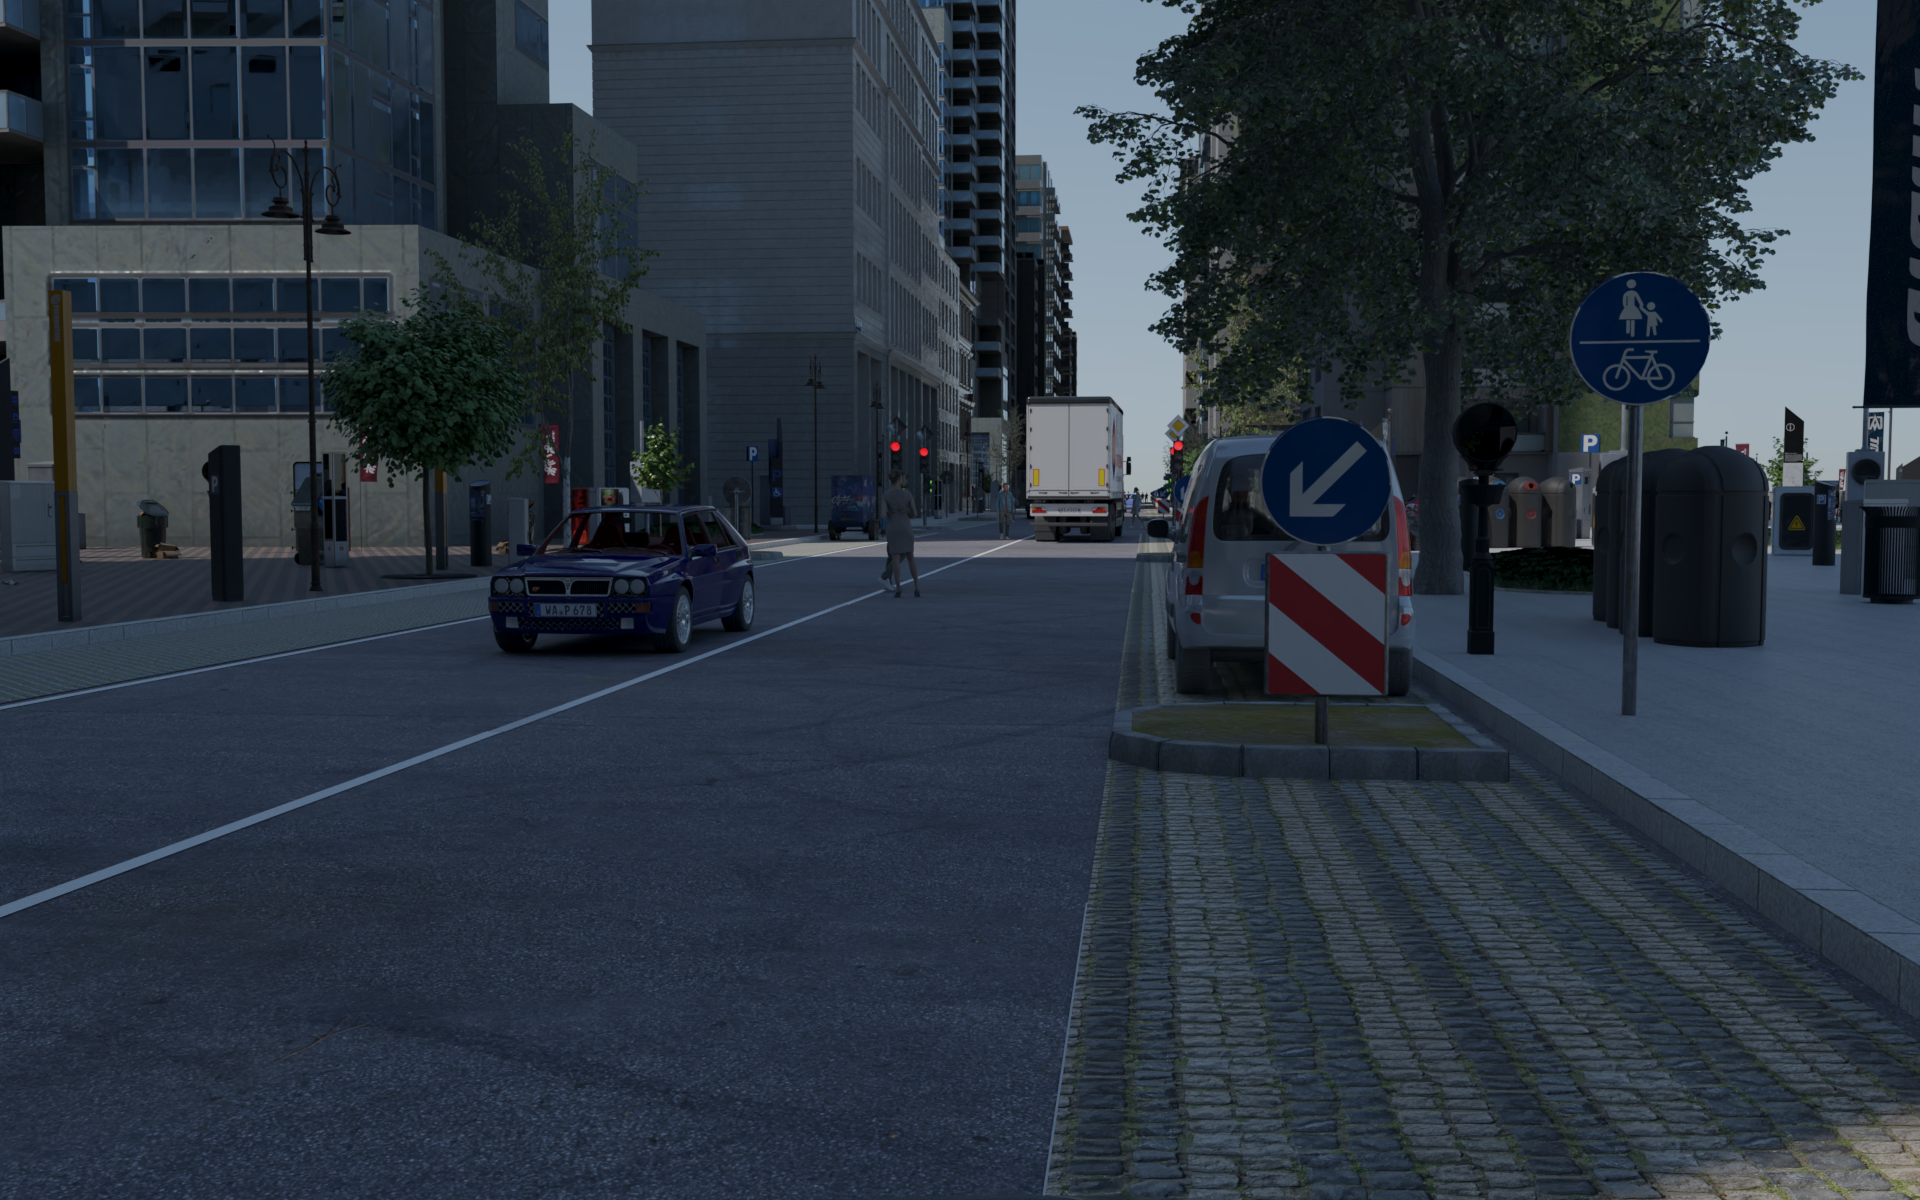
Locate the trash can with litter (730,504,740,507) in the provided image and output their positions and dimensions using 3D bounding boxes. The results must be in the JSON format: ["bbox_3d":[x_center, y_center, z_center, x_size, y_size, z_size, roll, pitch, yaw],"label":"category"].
[{"bbox_3d":[-7.850,-2.878,58.115,1.678,1.210,2.233,2,4,27],"label":"trash can with litter"}]

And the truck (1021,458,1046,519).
[{"bbox_3d":[5.329,-6.948,102.508,2.839,4.237,11.283,0,4,6],"label":"truck"}]

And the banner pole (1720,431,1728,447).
[{"bbox_3d":[30.498,-4.844,69.218,0.401,3.779,0.863,0,4,3],"label":"banner pole"}]

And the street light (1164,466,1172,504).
[{"bbox_3d":[32.036,-18.013,267.298,0.468,5.910,1.993,0,4,6],"label":"street light"}]

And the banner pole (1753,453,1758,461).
[{"bbox_3d":[48.694,-7.116,106.366,0.863,3.779,0.401,-1,4,-13],"label":"banner pole"}]

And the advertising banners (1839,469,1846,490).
[{"bbox_3d":[60.674,-7.606,120.549,0.090,3.025,2.074,-2,4,-27],"label":"advertising banners"}]

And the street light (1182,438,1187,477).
[{"bbox_3d":[19.273,-10.840,150.020,0.468,5.910,1.993,0,4,6],"label":"street light"}]

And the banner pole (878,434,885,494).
[{"bbox_3d":[-3.297,-5.055,72.666,0.401,3.779,0.863,-2,4,-24],"label":"banner pole"}]

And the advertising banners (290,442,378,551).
[{"bbox_3d":[-13.913,-2.599,38.683,2.074,3.025,0.090,0,4,1],"label":"advertising banners"}]

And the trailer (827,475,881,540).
[{"bbox_3d":[-3.324,-2.796,52.756,1.471,1.999,3.904,0,4,5],"label":"trailer"}]

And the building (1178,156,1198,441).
[{"bbox_3d":[47.588,-41.174,262.431,28.713,52.752,27.495,0,4,6],"label":"building"}]

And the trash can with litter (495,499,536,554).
[{"bbox_3d":[-9.547,-1.568,37.024,1.055,1.170,0.624,3,4,38],"label":"trash can with litter"}]

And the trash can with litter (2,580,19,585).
[{"bbox_3d":[-13.776,-0.776,23.748,1.678,1.210,2.233,1,4,19],"label":"trash can with litter"}]

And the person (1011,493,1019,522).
[{"bbox_3d":[2.712,-4.732,88.458,0.523,1.515,0.503,-3,5,-43],"label":"person"}]

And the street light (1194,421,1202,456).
[{"bbox_3d":[14.720,-8.229,107.324,0.468,5.910,1.993,0,4,6],"label":"street light"}]

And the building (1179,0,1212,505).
[{"bbox_3d":[36.907,-54.269,199.964,22.319,86.520,31.000,0,4,6],"label":"building"}]

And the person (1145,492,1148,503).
[{"bbox_3d":[28.644,-15.685,265.864,0.541,1.710,0.530,1,4,20],"label":"person"}]

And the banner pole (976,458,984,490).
[{"bbox_3d":[1.309,-7.896,119.119,0.863,3.779,0.401,3,5,40],"label":"banner pole"}]

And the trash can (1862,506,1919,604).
[{"bbox_3d":[10.959,-0.531,20.341,0.748,1.137,0.748,0,3,0],"label":"trash can"}]

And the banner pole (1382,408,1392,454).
[{"bbox_3d":[12.432,-3.700,50.515,0.401,3.779,0.863,2,4,32],"label":"banner pole"}]

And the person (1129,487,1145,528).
[{"bbox_3d":[7.459,-3.903,73.059,0.760,1.731,0.466,-2,4,-35],"label":"person"}]

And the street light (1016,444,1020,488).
[{"bbox_3d":[4.772,-10.648,146.884,0.468,5.910,1.993,0,4,6],"label":"street light"}]

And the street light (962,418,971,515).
[{"bbox_3d":[0.455,-8.099,105.198,0.468,5.910,1.993,0,4,6],"label":"street light"}]

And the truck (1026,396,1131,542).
[{"bbox_3d":[3.875,-4.059,55.277,2.839,4.237,11.283,0,4,8],"label":"truck"}]

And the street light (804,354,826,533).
[{"bbox_3d":[-4.761,-5.161,57.177,0.468,5.910,1.993,0,4,6],"label":"street light"}]

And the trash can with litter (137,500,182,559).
[{"bbox_3d":[-15.917,-1.416,34.543,1.055,1.170,0.624,2,4,34],"label":"trash can with litter"}]

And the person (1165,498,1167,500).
[{"bbox_3d":[14.726,-7.057,124.158,0.850,1.792,0.678,0,4,2],"label":"person"}]

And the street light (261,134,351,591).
[{"bbox_3d":[-8.537,-3.058,22.780,0.468,5.910,1.993,0,4,6],"label":"street light"}]

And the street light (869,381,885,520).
[{"bbox_3d":[-3.393,-6.004,70.954,0.468,5.910,1.993,0,4,6],"label":"street light"}]

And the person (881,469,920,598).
[{"bbox_3d":[-0.826,-0.929,24.035,0.599,1.781,0.374,-1,4,-15],"label":"person"}]

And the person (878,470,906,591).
[{"bbox_3d":[-1.002,-1.014,25.416,0.444,1.785,0.601,-1,4,-10],"label":"person"}]

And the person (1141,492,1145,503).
[{"bbox_3d":[28.921,-16.158,273.210,0.750,1.759,0.617,-3,5,-44],"label":"person"}]

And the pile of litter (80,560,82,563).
[{"bbox_3d":[-16.946,-1.113,32.164,1.176,0.858,1.719,-1,4,-21],"label":"pile of litter"}]

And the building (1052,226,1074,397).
[{"bbox_3d":[6.585,-37.955,275.184,22.147,44.769,28.867,0,4,6],"label":"building"}]

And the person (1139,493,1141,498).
[{"bbox_3d":[28.766,-16.539,278.935,0.705,1.821,1.348,3,5,39],"label":"person"}]

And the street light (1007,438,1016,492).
[{"bbox_3d":[4.004,-10.195,139.475,0.468,5.910,1.993,0,4,6],"label":"street light"}]

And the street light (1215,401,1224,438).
[{"bbox_3d":[10.956,-6.119,72.827,0.468,5.910,1.993,0,4,6],"label":"street light"}]

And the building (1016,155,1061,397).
[{"bbox_3d":[2.749,-38.292,245.689,23.786,49.044,30.456,0,4,6],"label":"building"}]

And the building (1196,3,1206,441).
[{"bbox_3d":[41.050,-48.924,238.164,20.563,71.187,20.611,0,4,6],"label":"building"}]

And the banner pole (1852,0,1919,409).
[{"bbox_3d":[3.613,-0.983,6.092,0.863,3.779,0.401,1,4,11],"label":"banner pole"}]

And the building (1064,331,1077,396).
[{"bbox_3d":[12.750,-32.104,296.593,14.160,30.474,14.107,0,4,6],"label":"building"}]

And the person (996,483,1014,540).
[{"bbox_3d":[1.409,-2.776,54.235,0.601,1.785,0.444,0,4,-5],"label":"person"}]

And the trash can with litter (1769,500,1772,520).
[{"bbox_3d":[39.938,-4.518,85.249,1.055,1.170,0.624,2,4,25],"label":"trash can with litter"}]
